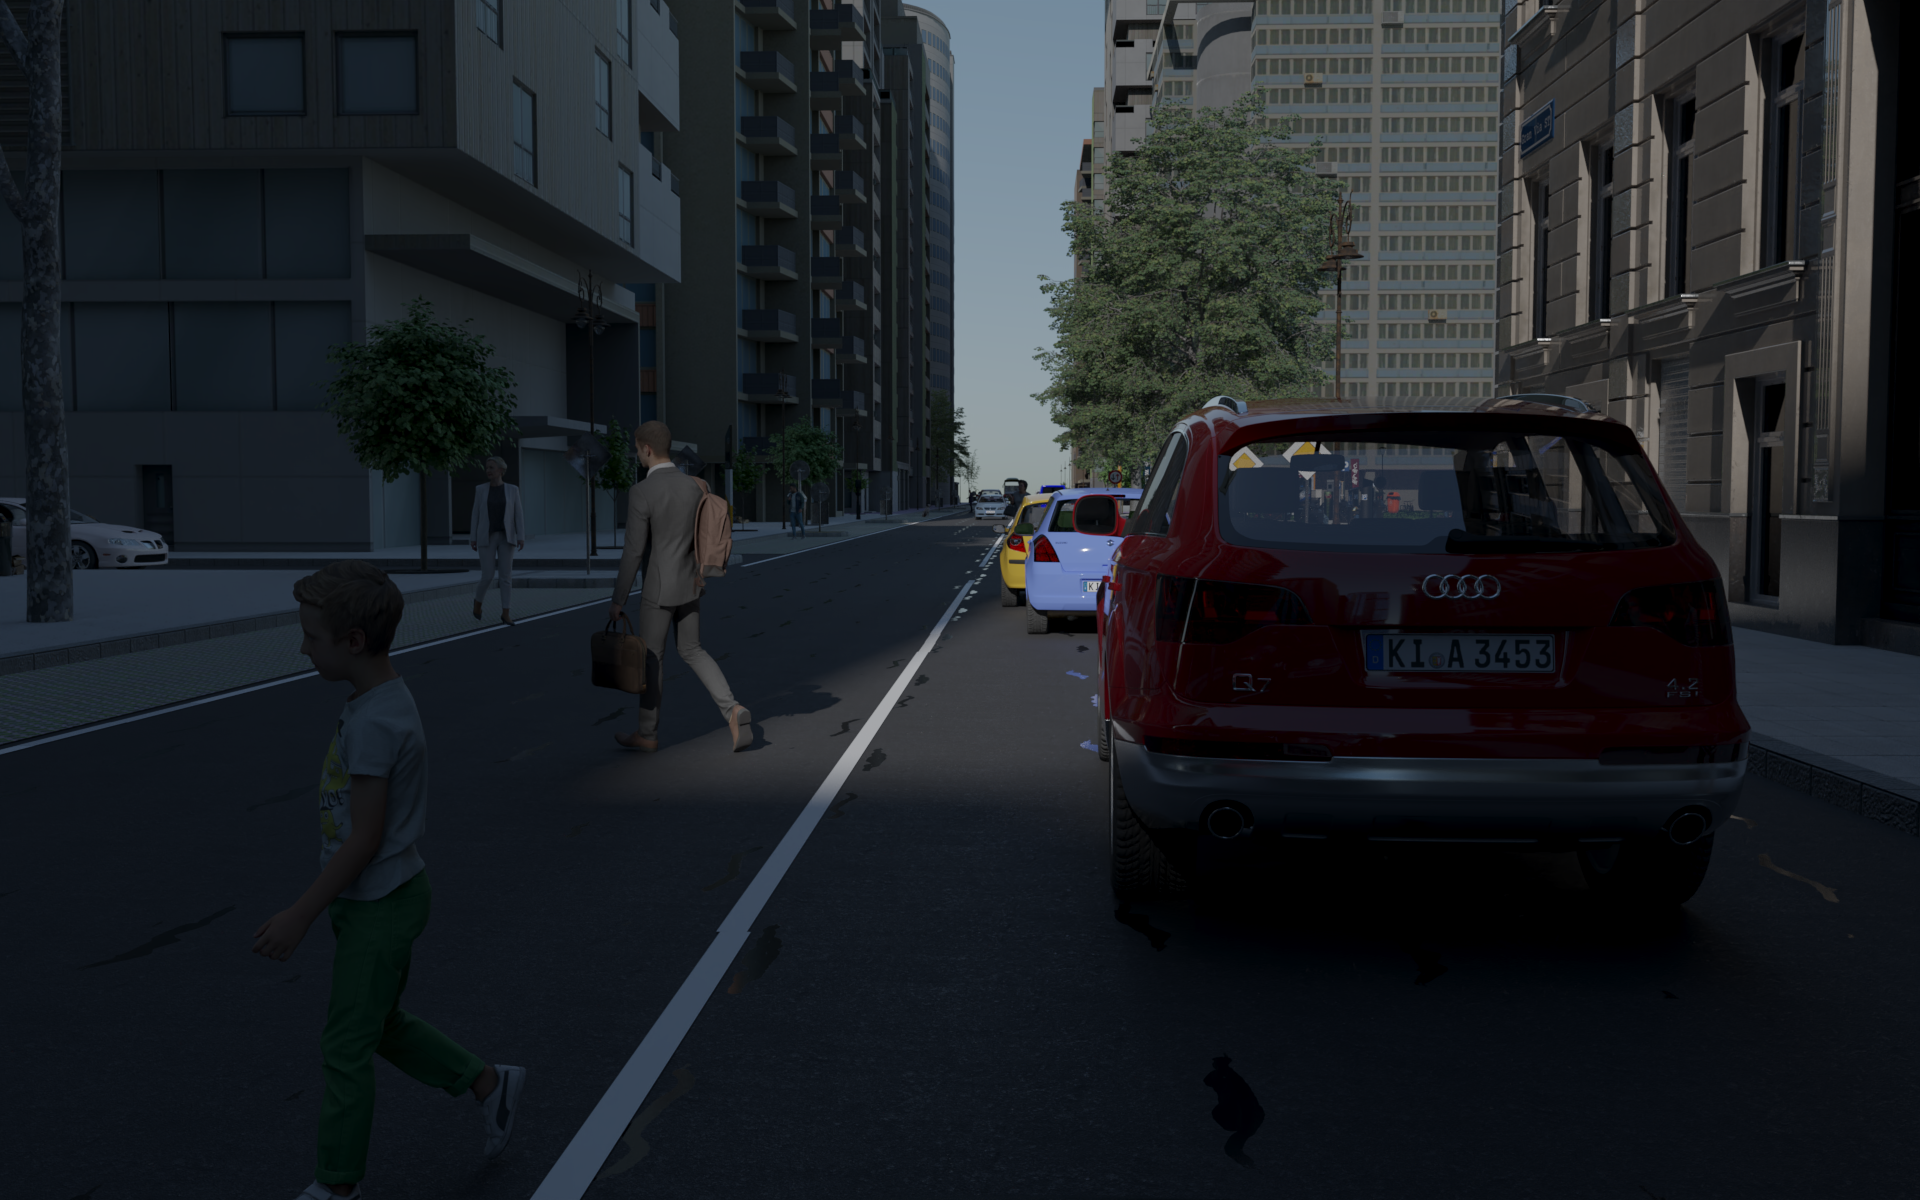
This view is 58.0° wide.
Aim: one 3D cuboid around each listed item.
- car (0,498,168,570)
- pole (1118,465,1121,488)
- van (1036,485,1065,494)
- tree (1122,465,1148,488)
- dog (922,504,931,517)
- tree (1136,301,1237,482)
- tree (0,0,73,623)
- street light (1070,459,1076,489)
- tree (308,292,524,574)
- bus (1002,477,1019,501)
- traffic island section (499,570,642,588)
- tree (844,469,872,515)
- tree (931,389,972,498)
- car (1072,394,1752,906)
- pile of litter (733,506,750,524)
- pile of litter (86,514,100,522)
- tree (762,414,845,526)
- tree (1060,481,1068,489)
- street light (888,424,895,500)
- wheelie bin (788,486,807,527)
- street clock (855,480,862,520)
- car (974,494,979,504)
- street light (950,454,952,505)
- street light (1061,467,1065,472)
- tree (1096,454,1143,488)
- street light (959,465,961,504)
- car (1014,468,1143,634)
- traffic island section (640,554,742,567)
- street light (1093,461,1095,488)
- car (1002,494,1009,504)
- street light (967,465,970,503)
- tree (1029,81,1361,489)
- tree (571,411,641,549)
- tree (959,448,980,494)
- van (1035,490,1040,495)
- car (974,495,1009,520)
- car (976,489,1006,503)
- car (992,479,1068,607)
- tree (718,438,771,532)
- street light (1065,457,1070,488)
[{"bbox_3d":[-16.682,-1.138,30.973,4.827,1.381,2.083,0,4,4],"label":"car"},{"bbox_3d":[9.852,-6.915,106.897,0.158,3.312,0.155,0,3,0],"label":"pole"},{"bbox_3d":[6.404,-7.064,119.886,2.240,2.365,5.245,0,4,2],"label":"van"},{"bbox_3d":[9.796,-6.323,97.979,1.663,3.219,1.824,0,3,0],"label":"tree"},{"bbox_3d":[-2.100,-5.483,106.490,0.513,0.831,0.800,-1,4,-16],"label":"dog"},{"bbox_3d":[8.317,-6.962,64.188,4.360,8.622,3.978,0,3,0],"label":"tree"},{"bbox_3d":[-10.189,-9.912,17.954,12.611,20.169,13.585,0,3,0],"label":"tree"},{"bbox_3d":[12.306,-13.017,185.623,0.468,5.910,1.993,0,4,2],"label":"street light"},{"bbox_3d":[-8.890,-2.728,28.311,4.285,4.588,4.351,0,3,0],"label":"tree"},{"bbox_3d":[7.869,-16.462,260.692,2.896,3.916,12.252,0,4,2],"label":"bus"},{"bbox_3d":[-5.944,-0.326,27.607,2.009,0.180,2.903,0,4,2],"label":"traffic island section"},{"bbox_3d":[-6.566,-6.980,108.729,1.663,3.219,1.824,0,3,0],"label":"tree"},{"bbox_3d":[-2.480,-16.448,187.057,7.486,12.596,7.792,0,3,0],"label":"tree"},{"bbox_3d":[1.635,0.064,7.620,2.281,1.827,5.304,0,4,4],"label":"car"},{"bbox_3d":[-9.791,-3.791,75.956,1.176,0.858,1.719,0,4,4],"label":"pile of litter"},{"bbox_3d":[-18.199,-1.345,35.958,1.719,0.858,1.176,0,4,0],"label":"pile of litter"},{"bbox_3d":[-6.372,-5.322,70.729,4.285,4.588,4.351,0,3,0],"label":"tree"},{"bbox_3d":[15.843,-16.594,265.915,1.663,3.219,1.824,0,3,0],"label":"tree"},{"bbox_3d":[-4.484,-8.545,112.497,0.468,5.910,1.993,0,4,2],"label":"street light"},{"bbox_3d":[-6.390,-3.674,67.978,0.693,1.594,0.980,0,4,4],"label":"wheelie bin"},{"bbox_3d":[-5.097,-5.032,86.850,0.358,2.002,0.471,-1,4,-17],"label":"street clock"},{"bbox_3d":[2.865,-13.879,237.147,2.015,1.641,3.980,0,4,4],"label":"car"},{"bbox_3d":[-1.044,-13.629,195.614,0.468,5.910,1.993,0,4,2],"label":"street light"},{"bbox_3d":[14.654,-16.440,241.586,0.468,5.910,1.993,0,4,2],"label":"street light"},{"bbox_3d":[10.484,-7.784,110.978,4.285,4.588,4.351,0,3,0],"label":"tree"},{"bbox_3d":[0.030,-15.288,222.747,0.468,5.910,1.993,0,4,2],"label":"street light"},{"bbox_3d":[1.556,-0.572,18.952,1.945,1.707,3.694,0,4,2],"label":"car"},{"bbox_3d":[-5.618,-0.814,35.585,2.009,0.180,2.903,0,4,2],"label":"traffic island section"},{"bbox_3d":[10.091,-9.647,130.519,0.468,5.910,1.993,0,4,2],"label":"street light"},{"bbox_3d":[4.887,-11.994,208.103,2.014,1.417,4.499,0,4,0],"label":"car"},{"bbox_3d":[1.274,-16.964,250.155,0.468,5.910,1.993,0,4,2],"label":"street light"},{"bbox_3d":[7.500,-8.993,53.696,9.857,13.997,8.962,0,3,0],"label":"tree"},{"bbox_3d":[-8.047,-2.821,40.721,1.663,3.219,1.824,0,3,0],"label":"tree"},{"bbox_3d":[1.471,-19.379,267.203,4.360,8.622,3.978,0,3,0],"label":"tree"},{"bbox_3d":[8.784,-10.912,185.422,2.013,2.044,4.112,0,4,4],"label":"van"},{"bbox_3d":[1.792,-5.224,97.412,2.014,1.417,4.499,0,4,4],"label":"car"},{"bbox_3d":[2.301,-7.388,129.459,2.281,1.827,5.304,0,4,0],"label":"car"},{"bbox_3d":[1.427,-0.802,23.336,2.015,1.641,3.980,0,4,3],"label":"car"},{"bbox_3d":[-7.546,-3.983,59.723,1.663,3.219,1.824,0,3,0],"label":"tree"},{"bbox_3d":[13.555,-14.759,214.090,0.468,5.910,1.993,0,4,2],"label":"street light"}]
